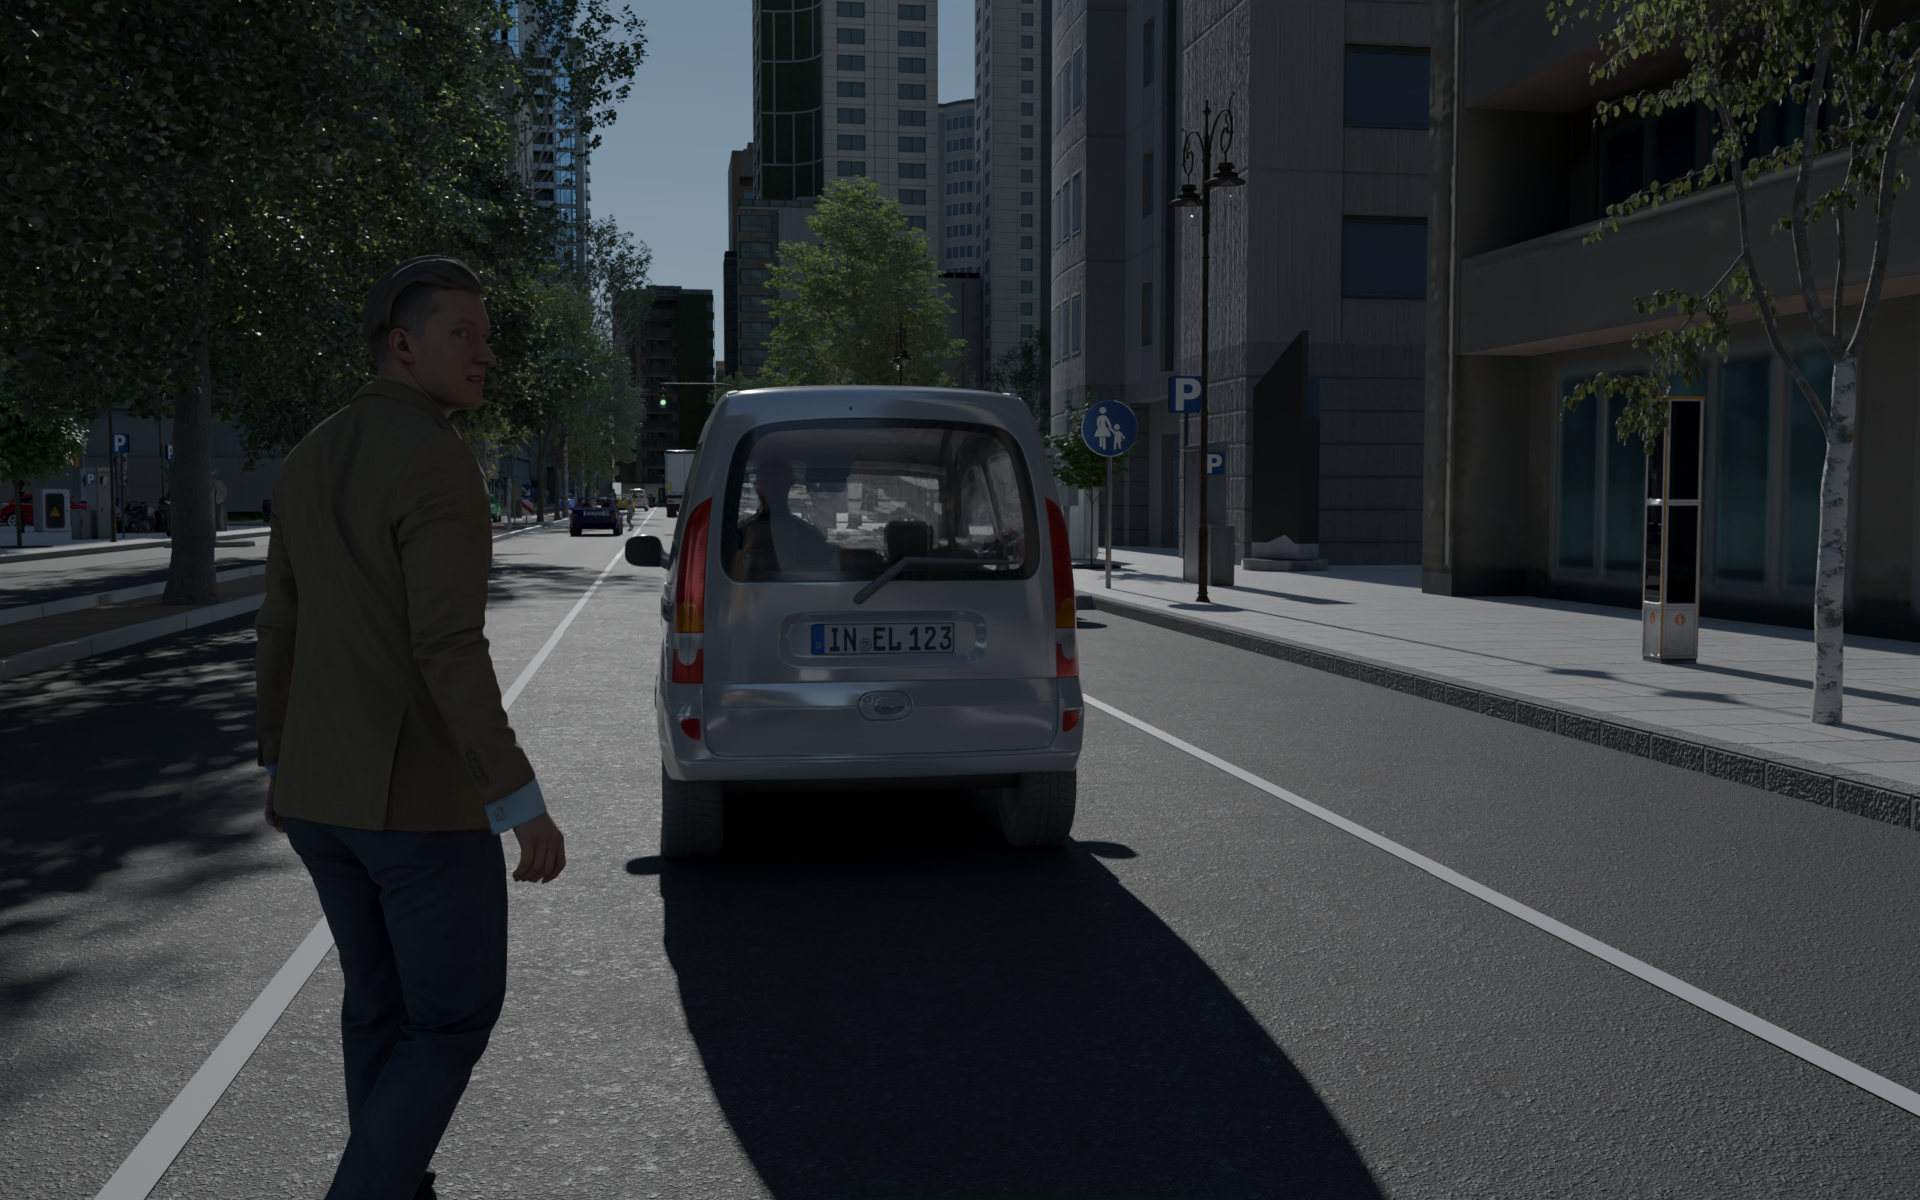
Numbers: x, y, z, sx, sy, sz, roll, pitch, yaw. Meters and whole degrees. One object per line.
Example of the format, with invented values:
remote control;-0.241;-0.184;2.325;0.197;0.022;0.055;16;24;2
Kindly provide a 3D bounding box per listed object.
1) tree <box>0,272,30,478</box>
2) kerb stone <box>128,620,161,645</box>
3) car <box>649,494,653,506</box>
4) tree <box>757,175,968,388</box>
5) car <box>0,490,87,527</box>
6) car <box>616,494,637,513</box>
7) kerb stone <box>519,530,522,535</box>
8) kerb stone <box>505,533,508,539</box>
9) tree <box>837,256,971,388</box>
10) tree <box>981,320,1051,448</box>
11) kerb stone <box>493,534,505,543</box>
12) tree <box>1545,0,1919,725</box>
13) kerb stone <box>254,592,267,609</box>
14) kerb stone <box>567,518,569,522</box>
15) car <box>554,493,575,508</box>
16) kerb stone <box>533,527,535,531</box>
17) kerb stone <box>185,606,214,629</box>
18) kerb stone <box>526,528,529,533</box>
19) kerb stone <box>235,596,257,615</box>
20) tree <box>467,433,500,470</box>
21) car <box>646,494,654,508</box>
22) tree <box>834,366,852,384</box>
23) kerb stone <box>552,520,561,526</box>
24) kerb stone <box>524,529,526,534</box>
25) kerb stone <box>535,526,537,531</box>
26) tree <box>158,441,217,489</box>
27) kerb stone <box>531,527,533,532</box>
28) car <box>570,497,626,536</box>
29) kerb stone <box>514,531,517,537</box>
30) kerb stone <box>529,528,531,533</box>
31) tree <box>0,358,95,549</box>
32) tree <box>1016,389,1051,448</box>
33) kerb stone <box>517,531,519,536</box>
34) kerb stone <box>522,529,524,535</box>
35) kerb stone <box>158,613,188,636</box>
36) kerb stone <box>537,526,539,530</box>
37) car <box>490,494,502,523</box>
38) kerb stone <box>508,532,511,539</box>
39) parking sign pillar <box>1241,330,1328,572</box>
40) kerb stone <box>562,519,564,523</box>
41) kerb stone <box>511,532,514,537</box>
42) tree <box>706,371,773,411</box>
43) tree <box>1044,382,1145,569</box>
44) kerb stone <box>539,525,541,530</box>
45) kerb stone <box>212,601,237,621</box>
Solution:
tree;-21.058;-5.270;36.535;4.737;8.622;4.395;0;3;0
kerb stone;-8.013;0.326;16.857;0.120;0.150;1.000;-1;4;-10
car;-39.029;-12.643;215.506;1.959;1.807;4.718;0;4;-8
tree;-3.452;-8.816;62.273;7.486;12.596;7.792;0;3;0
car;-36.459;-3.744;70.255;4.494;1.783;2.155;-1;4;-8
car;-26.251;-7.637;135.089;2.015;1.641;3.980;-1;4;-9
kerb stone;-15.202;-2.273;59.357;0.120;0.150;1.000;-1;4;-10
kerb stone;-14.360;-1.963;54.297;0.120;0.150;1.000;-1;4;-10
tree;-1.912;-6.294;53.267;4.737;8.622;4.395;0;3;0
tree;3.703;-9.693;92.887;7.601;10.594;8.767;1;4;17
kerb stone;-14.181;-1.898;53.289;0.120;0.150;1.000;-1;4;-10
tree;4.982;-3.626;9.649;4.360;8.622;3.978;0;3;0
kerb stone;-8.869;0.018;21.907;0.120;0.150;1.000;-1;4;-10
kerb stone;-19.916;-3.973;87.146;0.120;0.150;1.000;-1;4;-10
car;-36.710;-9.265;161.078;1.945;1.707;3.694;-1;4;-11
kerb stone;-16.241;-2.644;65.431;0.120;0.150;1.000;-1;4;-10
kerb stone;-8.349;0.203;18.874;0.120;0.150;1.000;-1;4;-10
kerb stone;-15.729;-2.458;62.399;0.120;0.150;1.000;-1;4;-10
kerb stone;-8.696;0.082;20.897;0.120;0.150;1.000;-1;4;-10
tree;-39.902;-11.778;142.940;4.737;8.622;4.395;0;3;0
car;-32.668;-10.209;178.721;2.131;1.459;4.920;-1;4;-9
tree;-5.690;-8.729;93.077;4.360;8.622;3.978;0;3;0
kerb stone;-18.886;-3.594;81.084;0.120;0.150;1.000;-1;4;-10
kerb stone;-15.563;-2.392;61.388;0.120;0.150;1.000;-1;4;-10
kerb stone;-16.416;-2.703;66.438;0.120;0.150;1.000;-1;4;-10
tree;-24.705;-3.700;55.099;1.663;3.219;1.824;0;3;0
kerb stone;-16.069;-2.582;64.415;0.120;0.150;1.000;-1;4;-10
car;-12.815;-2.971;61.152;1.945;1.354;3.894;-1;4;-9
kerb stone;-14.873;-2.150;57.340;0.120;0.150;1.000;-1;4;-10
kerb stone;-15.901;-2.521;63.407;0.120;0.150;1.000;-1;4;-10
tree;-22.599;-3.529;41.418;4.285;4.588;4.351;0;3;0
tree;4.614;-10.078;115.141;4.360;8.622;3.978;0;3;0
kerb stone;-15.045;-2.211;58.348;0.120;0.150;1.000;-1;4;-10
kerb stone;-15.391;-2.335;60.369;0.120;0.150;1.000;-1;4;-10
kerb stone;-8.187;0.270;17.865;0.120;0.150;1.000;-1;4;-10
kerb stone;-16.582;-2.761;67.447;0.120;0.150;1.000;-1;4;-10
car;-24.324;-4.847;88.046;1.959;1.807;4.718;-1;4;-11
kerb stone;-14.527;-2.025;55.311;0.120;0.150;1.000;-1;4;-10
parking sign pillar;5.495;-2.492;29.220;1.447;3.967;1.447;-2;4;-27
kerb stone;-19.236;-3.725;83.098;0.120;0.150;1.000;-1;4;-10
kerb stone;-14.699;-2.082;56.320;0.120;0.150;1.000;-1;4;-10
tree;-17.505;-13.450;145.670;9.928;11.665;9.643;0;3;0
tree;2.268;-2.171;30.105;1.663;3.219;1.824;0;3;0
kerb stone;-16.758;-2.827;68.453;0.120;0.150;1.000;-1;4;-10
kerb stone;-8.519;0.142;19.881;0.120;0.150;1.000;-1;4;-10
